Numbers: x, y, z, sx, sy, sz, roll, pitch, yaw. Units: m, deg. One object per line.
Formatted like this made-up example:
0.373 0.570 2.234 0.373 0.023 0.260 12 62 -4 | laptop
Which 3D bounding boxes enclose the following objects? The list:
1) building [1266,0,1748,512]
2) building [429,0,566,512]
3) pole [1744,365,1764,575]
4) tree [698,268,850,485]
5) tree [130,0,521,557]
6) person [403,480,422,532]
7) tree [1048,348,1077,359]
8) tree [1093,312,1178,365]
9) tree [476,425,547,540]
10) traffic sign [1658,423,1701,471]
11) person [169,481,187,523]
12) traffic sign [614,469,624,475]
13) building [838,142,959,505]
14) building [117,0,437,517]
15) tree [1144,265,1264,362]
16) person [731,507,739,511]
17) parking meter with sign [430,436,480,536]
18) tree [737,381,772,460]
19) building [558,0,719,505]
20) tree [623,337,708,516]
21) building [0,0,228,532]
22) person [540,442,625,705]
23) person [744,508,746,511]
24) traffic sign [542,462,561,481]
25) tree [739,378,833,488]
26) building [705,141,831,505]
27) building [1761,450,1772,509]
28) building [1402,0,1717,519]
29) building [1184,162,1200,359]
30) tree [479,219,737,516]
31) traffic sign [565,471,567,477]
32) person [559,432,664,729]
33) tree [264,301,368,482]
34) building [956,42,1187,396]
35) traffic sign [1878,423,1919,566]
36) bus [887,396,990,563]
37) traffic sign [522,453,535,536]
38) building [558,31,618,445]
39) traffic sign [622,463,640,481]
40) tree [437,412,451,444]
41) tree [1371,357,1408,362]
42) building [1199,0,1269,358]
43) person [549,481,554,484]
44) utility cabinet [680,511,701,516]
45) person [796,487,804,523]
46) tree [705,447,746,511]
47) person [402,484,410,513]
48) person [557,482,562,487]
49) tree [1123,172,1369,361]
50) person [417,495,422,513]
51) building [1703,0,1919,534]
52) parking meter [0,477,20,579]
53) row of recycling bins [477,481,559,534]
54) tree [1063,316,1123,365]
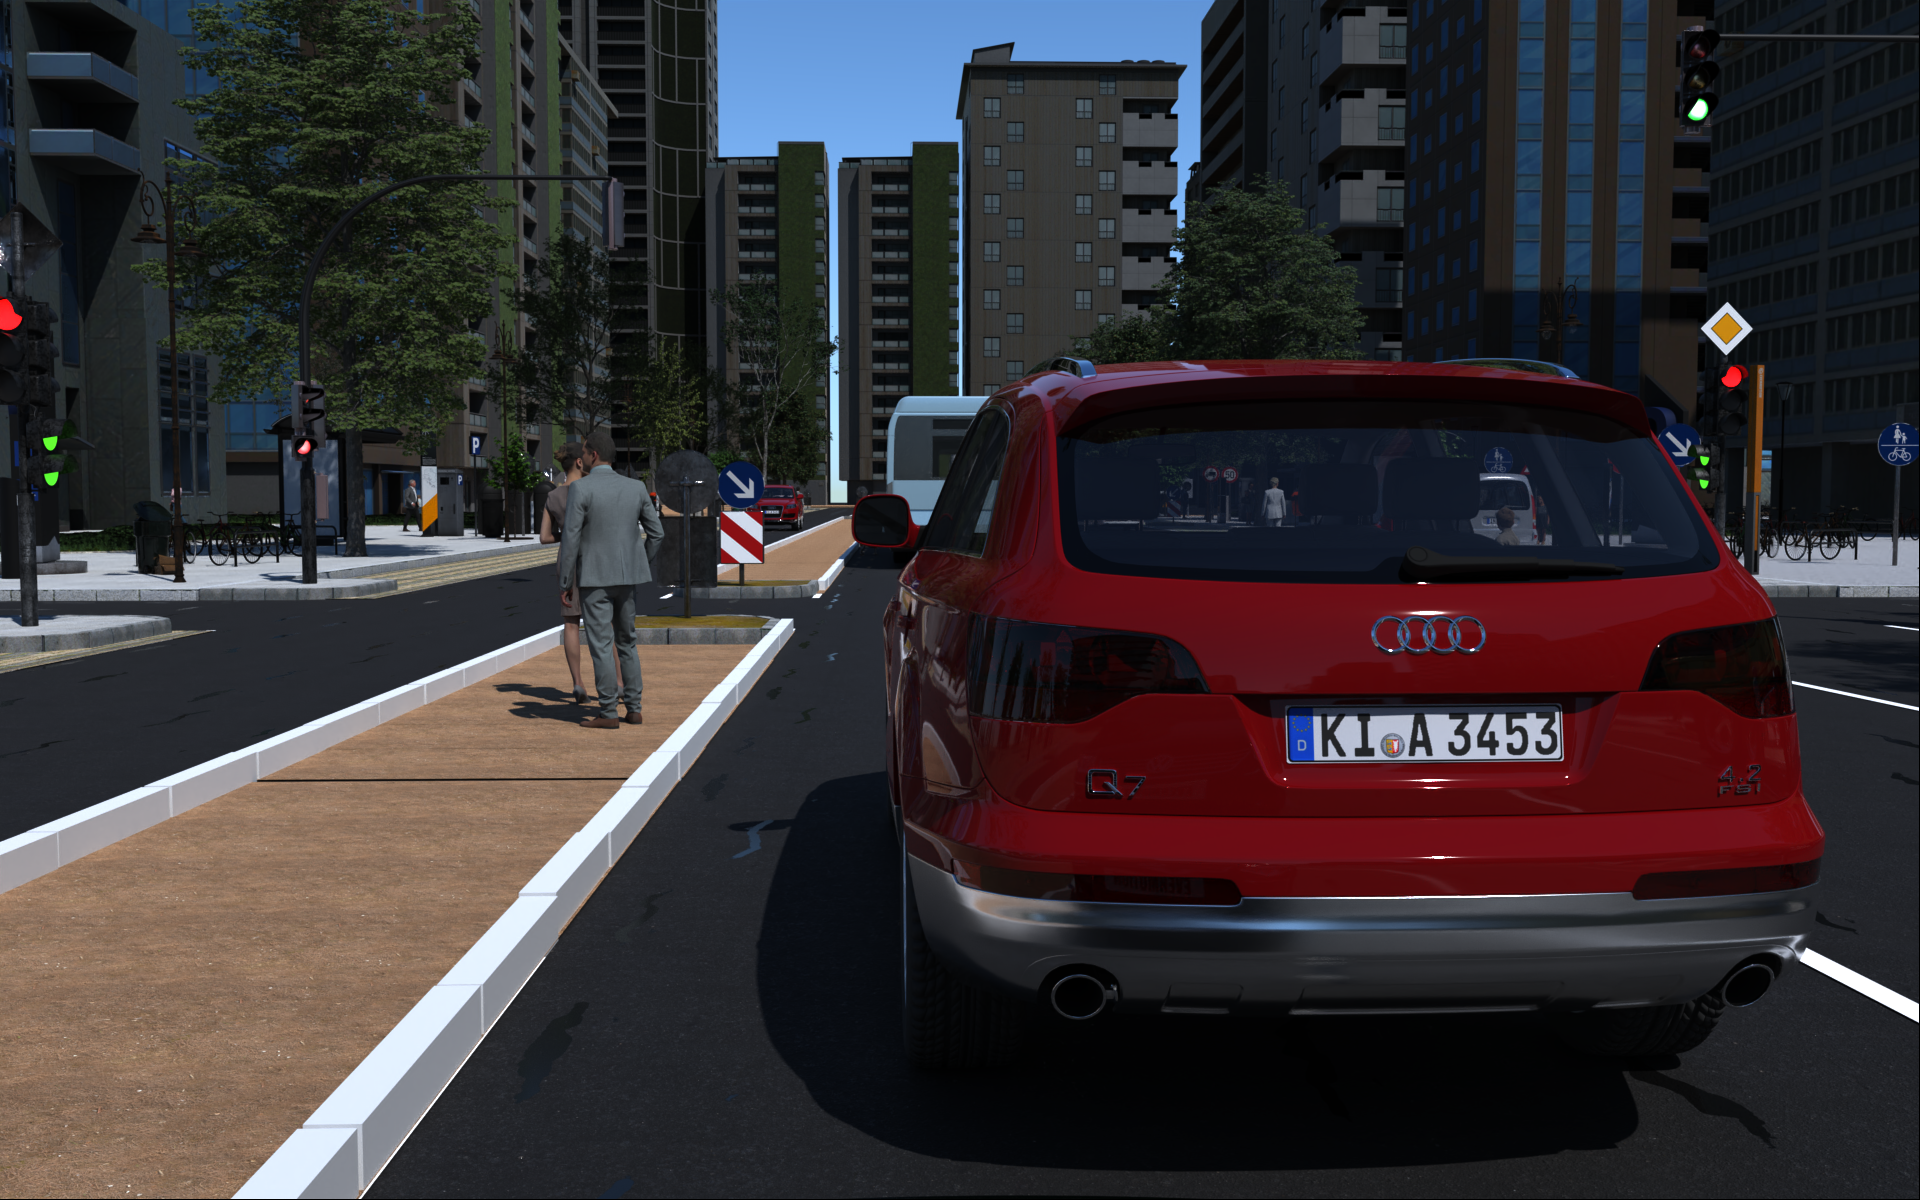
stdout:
38.609 -32.914 127.382 28.713 52.752 27.495 0 4 -2 | building
-35.795 -26.670 119.648 14.154 41.232 14.086 0 4 -2 | building
12.606 -2.058 27.489 0.158 3.312 0.155 0 3 0 | pole
-15.479 -17.583 143.373 12.611 20.169 13.585 0 3 0 | tree
-12.676 -7.173 35.413 7.486 12.596 7.792 0 3 0 | tree
-18.682 -3.233 59.301 0.834 1.777 0.661 0 4 2 | person
9.268 -14.364 145.225 12.009 13.543 11.850 0 3 0 | tree
11.490 -11.737 108.915 9.611 12.733 9.660 0 3 0 | tree
-12.578 -3.330 49.051 1.663 3.219 1.824 0 3 0 | tree
12.959 -1.908 31.309 0.768 2.556 0.104 0 4 7 | traffic sign
-25.007 -2.989 55.498 0.643 1.750 0.593 -2 4 -29 | person
-17.068 -5.299 86.747 0.768 2.556 0.104 0 4 2 | traffic sign
-7.275 -31.822 203.877 14.086 41.232 14.154 0 4 -2 | building
-34.063 -26.434 82.302 14.600 45.320 14.200 0 4 -2 | building
12.336 -10.273 86.090 7.486 12.596 7.792 0 3 0 | tree
-8.232 -3.391 64.192 0.600 1.795 0.529 1 4 12 | person
-15.477 -3.444 52.567 1.738 3.016 0.543 1 4 11 | parking meter with sign
-15.230 -10.209 101.337 8.767 10.594 7.601 -1 4 -21 | tree
-39.893 -46.912 205.256 20.611 71.187 20.563 0 4 -2 | building
-14.201 -8.044 81.876 4.737 8.622 4.395 0 3 0 | tree
-37.702 -45.118 50.358 22.319 86.520 31.000 0 4 -2 | building
-2.515 -0.177 11.740 0.599 1.781 0.374 1 4 16 | person
-16.397 -7.646 131.071 0.705 1.821 1.348 3 5 44 | person
-16.799 -4.369 71.173 0.795 2.593 0.064 0 4 2 | traffic sign
-17.322 -15.528 170.884 9.611 12.733 9.660 0 3 0 | tree
-22.451 -31.813 203.744 14.086 41.232 14.154 0 4 -2 | building
60.680 -51.323 151.807 31.000 86.520 22.319 0 4 -2 | building
32.989 -27.131 93.706 14.600 45.320 14.200 0 4 -2 | building
34.683 -31.990 206.638 14.086 41.232 14.154 0 4 -2 | building
-13.064 -7.670 59.810 7.601 10.594 8.767 -2 4 -30 | tree
-15.631 -4.287 70.193 0.768 2.556 0.104 0 4 2 | traffic sign
-2.141 -0.121 10.576 0.391 1.810 0.635 3 5 40 | person
-23.379 -6.965 64.241 4.360 8.622 3.978 0 3 0 | tree
13.695 -38.067 211.632 27.495 52.752 28.713 0 4 -2 | building
16.767 -1.889 30.990 0.768 2.556 0.104 0 4 4 | traffic sign
-0.257 -2.710 39.169 2.948 3.499 13.247 0 4 -1 | bus
-13.367 -3.232 52.956 0.768 2.556 0.104 0 4 -2 | traffic sign
-41.865 -27.652 143.991 23.993 40.220 32.217 0 4 -2 | building
-13.547 -4.344 71.033 0.884 2.594 0.081 0 4 6 | traffic sign
-29.822 -8.752 93.452 4.737 8.622 4.395 0 3 0 | tree
22.587 -8.642 91.666 4.737 8.622 4.395 0 3 0 | tree
33.404 -32.302 151.847 21.300 48.544 21.600 0 4 -2 | building
-14.443 -3.318 60.967 0.731 1.740 0.598 0 4 4 | person
-14.436 -5.144 92.775 1.173 1.500 0.318 2 4 25 | utility cabinet
-7.862 -4.595 83.894 0.678 1.792 0.850 1 4 9 | person
-15.541 -7.972 114.061 4.285 4.588 4.351 0 3 0 | tree
-26.051 -4.647 82.116 0.767 1.812 0.694 2 4 34 | person
-17.556 -4.248 75.677 0.709 1.800 0.728 0 4 -2 | person
12.161 -9.925 68.932 9.857 13.997 8.962 0 3 0 | tree
-26.059 -4.447 83.429 0.332 1.250 0.352 -2 4 -33 | person
40.011 -22.206 54.944 23.993 40.220 32.217 0 4 -2 | building
-14.361 -1.094 26.293 0.372 1.533 0.369 0 3 0 | parking meter
-13.665 -2.957 55.461 3.534 1.692 1.069 0 4 -5 | row of recycling bins
10.213 -13.110 121.008 9.857 13.997 8.962 0 3 0 | tree
